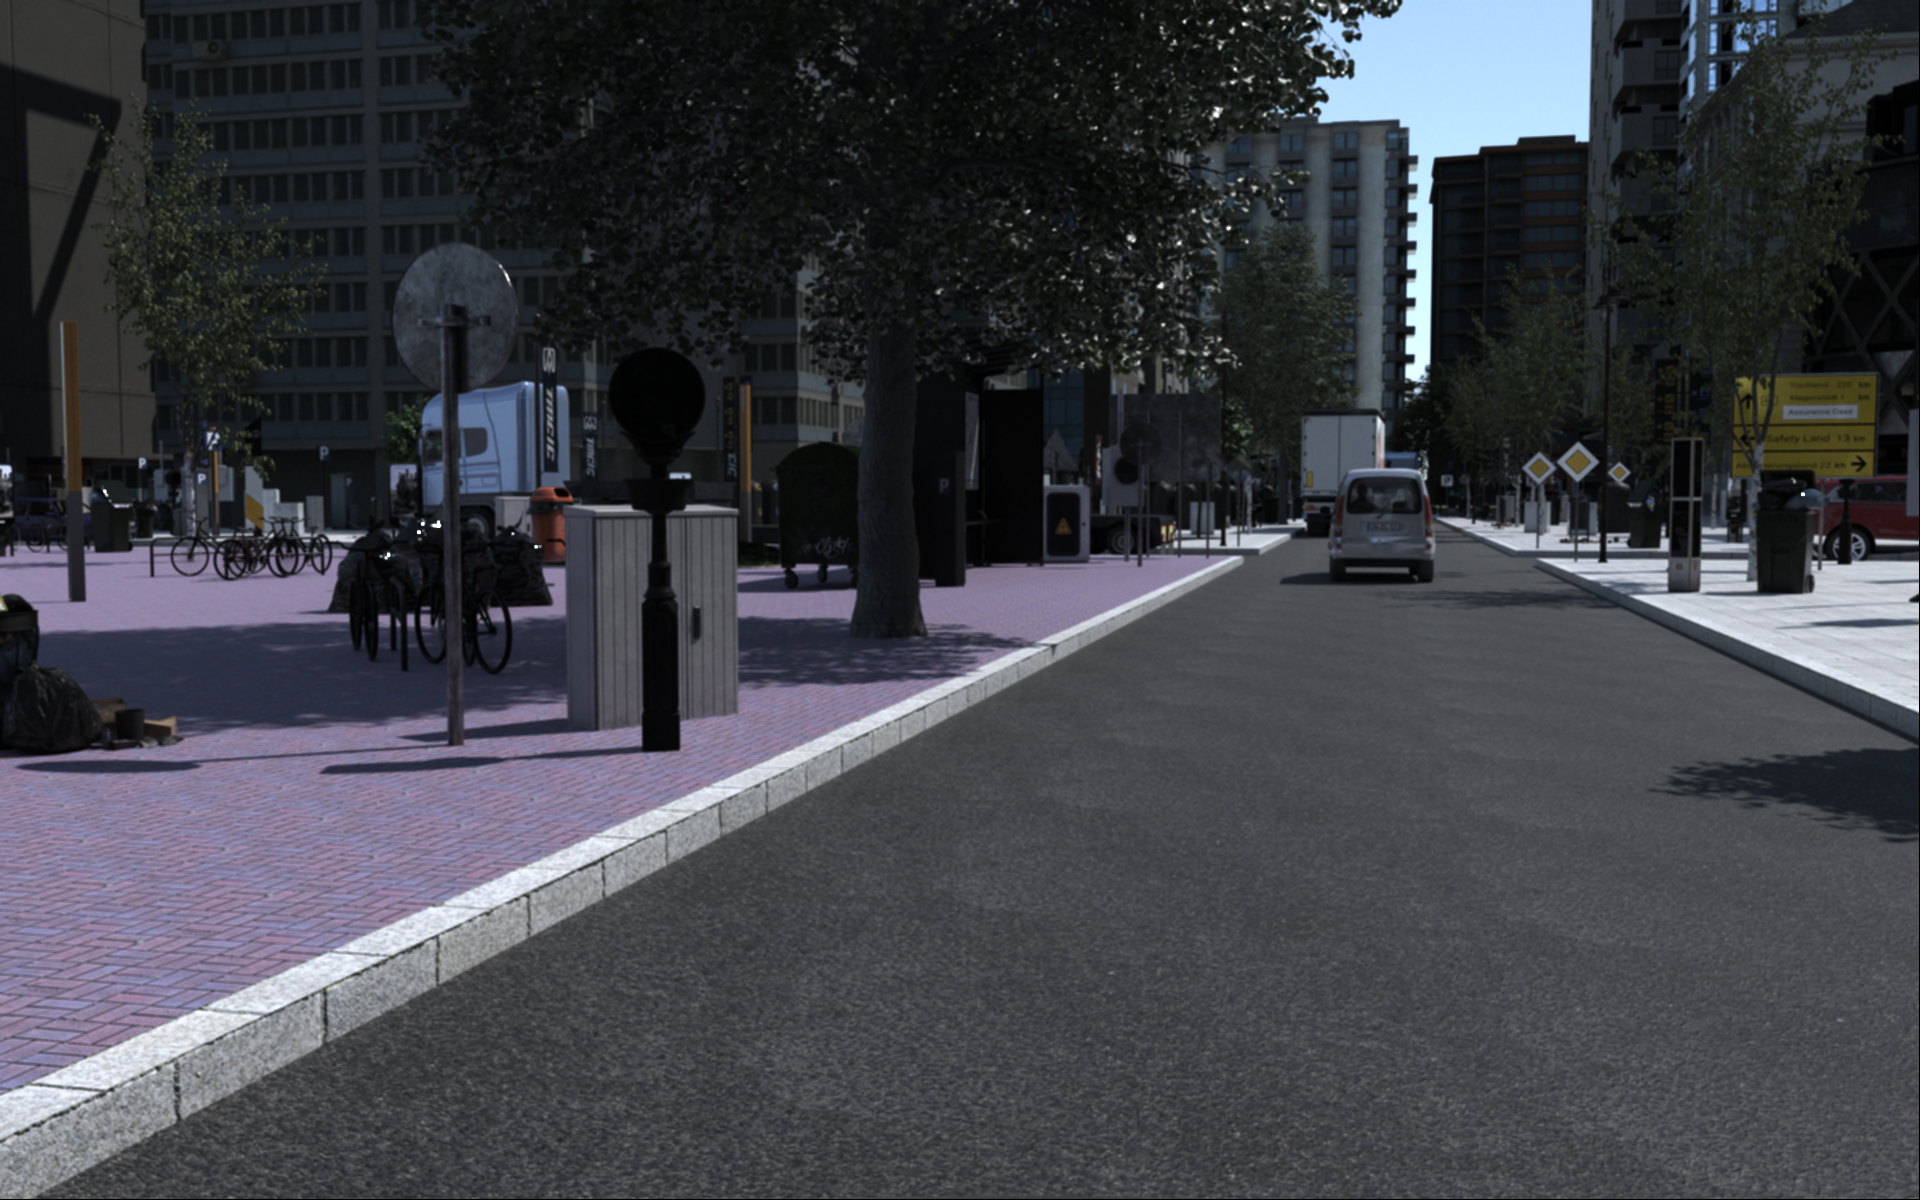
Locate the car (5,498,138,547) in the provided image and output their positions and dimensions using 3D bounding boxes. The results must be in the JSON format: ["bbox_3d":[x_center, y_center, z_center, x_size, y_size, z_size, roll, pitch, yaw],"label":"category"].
[{"bbox_3d":[-24.041,-2.053,46.148,3.894,1.354,1.945,1,4,14],"label":"car"}]

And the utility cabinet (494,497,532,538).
[{"bbox_3d":[-9.678,-1.636,37.905,0.306,1.237,1.020,2,4,35],"label":"utility cabinet"}]

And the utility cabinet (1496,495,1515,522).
[{"bbox_3d":[24.754,-4.123,78.580,0.306,1.237,1.020,-1,4,-17],"label":"utility cabinet"}]

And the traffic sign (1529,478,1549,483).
[{"bbox_3d":[26.568,-4.863,79.508,0.884,2.594,0.081,1,4,15],"label":"traffic sign"}]

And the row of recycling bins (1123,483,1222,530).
[{"bbox_3d":[7.790,-3.396,62.637,3.534,1.692,1.069,1,4,13],"label":"row of recycling bins"}]

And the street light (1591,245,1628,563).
[{"bbox_3d":[12.057,-3.640,32.307,0.468,5.910,1.993,1,4,13],"label":"street light"}]

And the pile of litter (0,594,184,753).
[{"bbox_3d":[-4.887,0.302,9.021,1.719,0.858,1.176,2,4,27],"label":"pile of litter"}]

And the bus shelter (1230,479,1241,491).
[{"bbox_3d":[12.732,-5.745,85.212,1.731,3.624,6.357,1,4,14],"label":"bus shelter"}]

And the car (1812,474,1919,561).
[{"bbox_3d":[18.970,-1.570,34.344,5.304,1.827,2.281,1,4,11],"label":"car"}]

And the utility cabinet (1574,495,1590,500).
[{"bbox_3d":[32.884,-4.916,91.531,1.020,1.237,0.306,-2,4,-34],"label":"utility cabinet"}]

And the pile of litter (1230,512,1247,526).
[{"bbox_3d":[11.494,-3.478,70.830,1.176,0.858,1.719,2,4,29],"label":"pile of litter"}]

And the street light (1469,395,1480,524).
[{"bbox_3d":[22.193,-6.230,74.648,0.468,5.910,1.993,1,4,13],"label":"street light"}]

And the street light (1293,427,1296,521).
[{"bbox_3d":[15.683,-6.623,81.080,0.468,5.910,1.993,1,4,13],"label":"street light"}]

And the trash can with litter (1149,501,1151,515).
[{"bbox_3d":[10.769,-5.253,97.270,1.055,1.170,0.624,3,4,36],"label":"trash can with litter"}]

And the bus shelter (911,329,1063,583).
[{"bbox_3d":[0.291,-2.239,27.893,1.731,3.624,6.357,1,4,14],"label":"bus shelter"}]

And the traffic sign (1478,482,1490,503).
[{"bbox_3d":[33.630,-6.809,111.335,0.884,2.594,0.081,1,4,20],"label":"traffic sign"}]

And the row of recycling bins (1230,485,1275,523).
[{"bbox_3d":[12.272,-4.259,76.751,3.534,1.692,1.069,2,4,30],"label":"row of recycling bins"}]

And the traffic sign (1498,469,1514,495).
[{"bbox_3d":[25.930,-5.030,82.339,0.768,2.556,0.104,1,4,20],"label":"traffic sign"}]

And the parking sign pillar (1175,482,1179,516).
[{"bbox_3d":[13.256,-6.929,101.762,1.447,3.967,1.447,-1,4,-16],"label":"parking sign pillar"}]

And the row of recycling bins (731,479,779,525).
[{"bbox_3d":[-4.985,-2.574,49.196,3.534,1.692,1.069,-3,5,-42],"label":"row of recycling bins"}]

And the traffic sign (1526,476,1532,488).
[{"bbox_3d":[31.553,-5.717,95.595,0.606,2.300,0.079,1,4,20],"label":"traffic sign"}]

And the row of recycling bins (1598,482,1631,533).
[{"bbox_3d":[22.056,-3.129,58.274,1.069,1.692,3.534,1,4,18],"label":"row of recycling bins"}]

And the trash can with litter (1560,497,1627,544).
[{"bbox_3d":[16.717,-2.110,45.561,2.233,1.210,1.678,-1,4,-10],"label":"trash can with litter"}]

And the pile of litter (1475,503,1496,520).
[{"bbox_3d":[26.451,-4.446,86.661,1.719,0.858,1.176,0,4,-2],"label":"pile of litter"}]

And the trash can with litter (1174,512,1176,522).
[{"bbox_3d":[9.885,-4.213,79.943,2.233,1.210,1.678,-2,4,-33],"label":"trash can with litter"}]

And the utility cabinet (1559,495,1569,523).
[{"bbox_3d":[26.968,-4.104,78.267,1.020,1.237,0.306,1,4,12],"label":"utility cabinet"}]

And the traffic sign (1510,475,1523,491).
[{"bbox_3d":[33.553,-6.326,104.613,0.795,2.450,0.064,1,4,20],"label":"traffic sign"}]

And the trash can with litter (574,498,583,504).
[{"bbox_3d":[-12.667,-2.928,58.935,2.233,1.210,1.678,-3,5,-42],"label":"trash can with litter"}]

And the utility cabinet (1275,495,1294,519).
[{"bbox_3d":[17.030,-4.887,91.063,1.020,1.237,0.306,2,4,28],"label":"utility cabinet"}]

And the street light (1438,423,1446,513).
[{"bbox_3d":[31.344,-8.566,112.843,0.468,5.910,1.993,1,4,13],"label":"street light"}]

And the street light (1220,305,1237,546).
[{"bbox_3d":[6.503,-4.271,42.612,0.468,5.910,1.993,1,4,13],"label":"street light"}]

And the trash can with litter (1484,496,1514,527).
[{"bbox_3d":[21.812,-3.553,69.151,1.678,1.210,2.233,1,4,23],"label":"trash can with litter"}]

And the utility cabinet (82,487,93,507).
[{"bbox_3d":[-27.363,-2.805,54.539,0.318,1.500,1.173,2,4,27],"label":"utility cabinet"}]

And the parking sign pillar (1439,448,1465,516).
[{"bbox_3d":[28.846,-6.912,101.480,1.447,3.967,1.447,1,4,15],"label":"parking sign pillar"}]

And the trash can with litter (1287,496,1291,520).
[{"bbox_3d":[15.961,-4.586,86.365,1.055,1.170,0.624,0,4,1],"label":"trash can with litter"}]

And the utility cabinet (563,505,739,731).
[{"bbox_3d":[-1.722,0.084,9.791,0.306,1.237,1.020,3,5,42],"label":"utility cabinet"}]

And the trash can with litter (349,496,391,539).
[{"bbox_3d":[-17.184,-2.410,50.468,1.678,1.210,2.233,0,4,-5],"label":"trash can with litter"}]

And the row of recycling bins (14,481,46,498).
[{"bbox_3d":[-30.811,-3.028,56.615,1.069,1.692,3.534,-3,5,-42],"label":"row of recycling bins"}]

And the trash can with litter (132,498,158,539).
[{"bbox_3d":[-23.434,-2.315,49.238,1.055,1.170,0.624,-3,5,-42],"label":"trash can with litter"}]

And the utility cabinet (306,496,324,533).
[{"bbox_3d":[-21.385,-2.831,57.442,0.306,1.237,1.020,-3,4,-36],"label":"utility cabinet"}]

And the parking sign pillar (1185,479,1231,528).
[{"bbox_3d":[9.460,-4.682,65.022,1.447,3.967,1.447,2,4,25],"label":"parking sign pillar"}]

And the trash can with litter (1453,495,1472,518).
[{"bbox_3d":[28.042,-5.163,95.468,1.678,1.210,2.233,1,4,22],"label":"trash can with litter"}]

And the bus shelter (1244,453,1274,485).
[{"bbox_3d":[17.613,-6.838,103.079,1.731,3.624,6.357,1,4,14],"label":"bus shelter"}]

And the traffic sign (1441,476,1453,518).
[{"bbox_3d":[26.261,-5.586,93.458,0.606,2.300,0.079,1,4,14],"label":"traffic sign"}]

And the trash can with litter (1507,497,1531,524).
[{"bbox_3d":[24.150,-3.870,74.658,1.055,1.170,0.624,0,4,1],"label":"trash can with litter"}]
